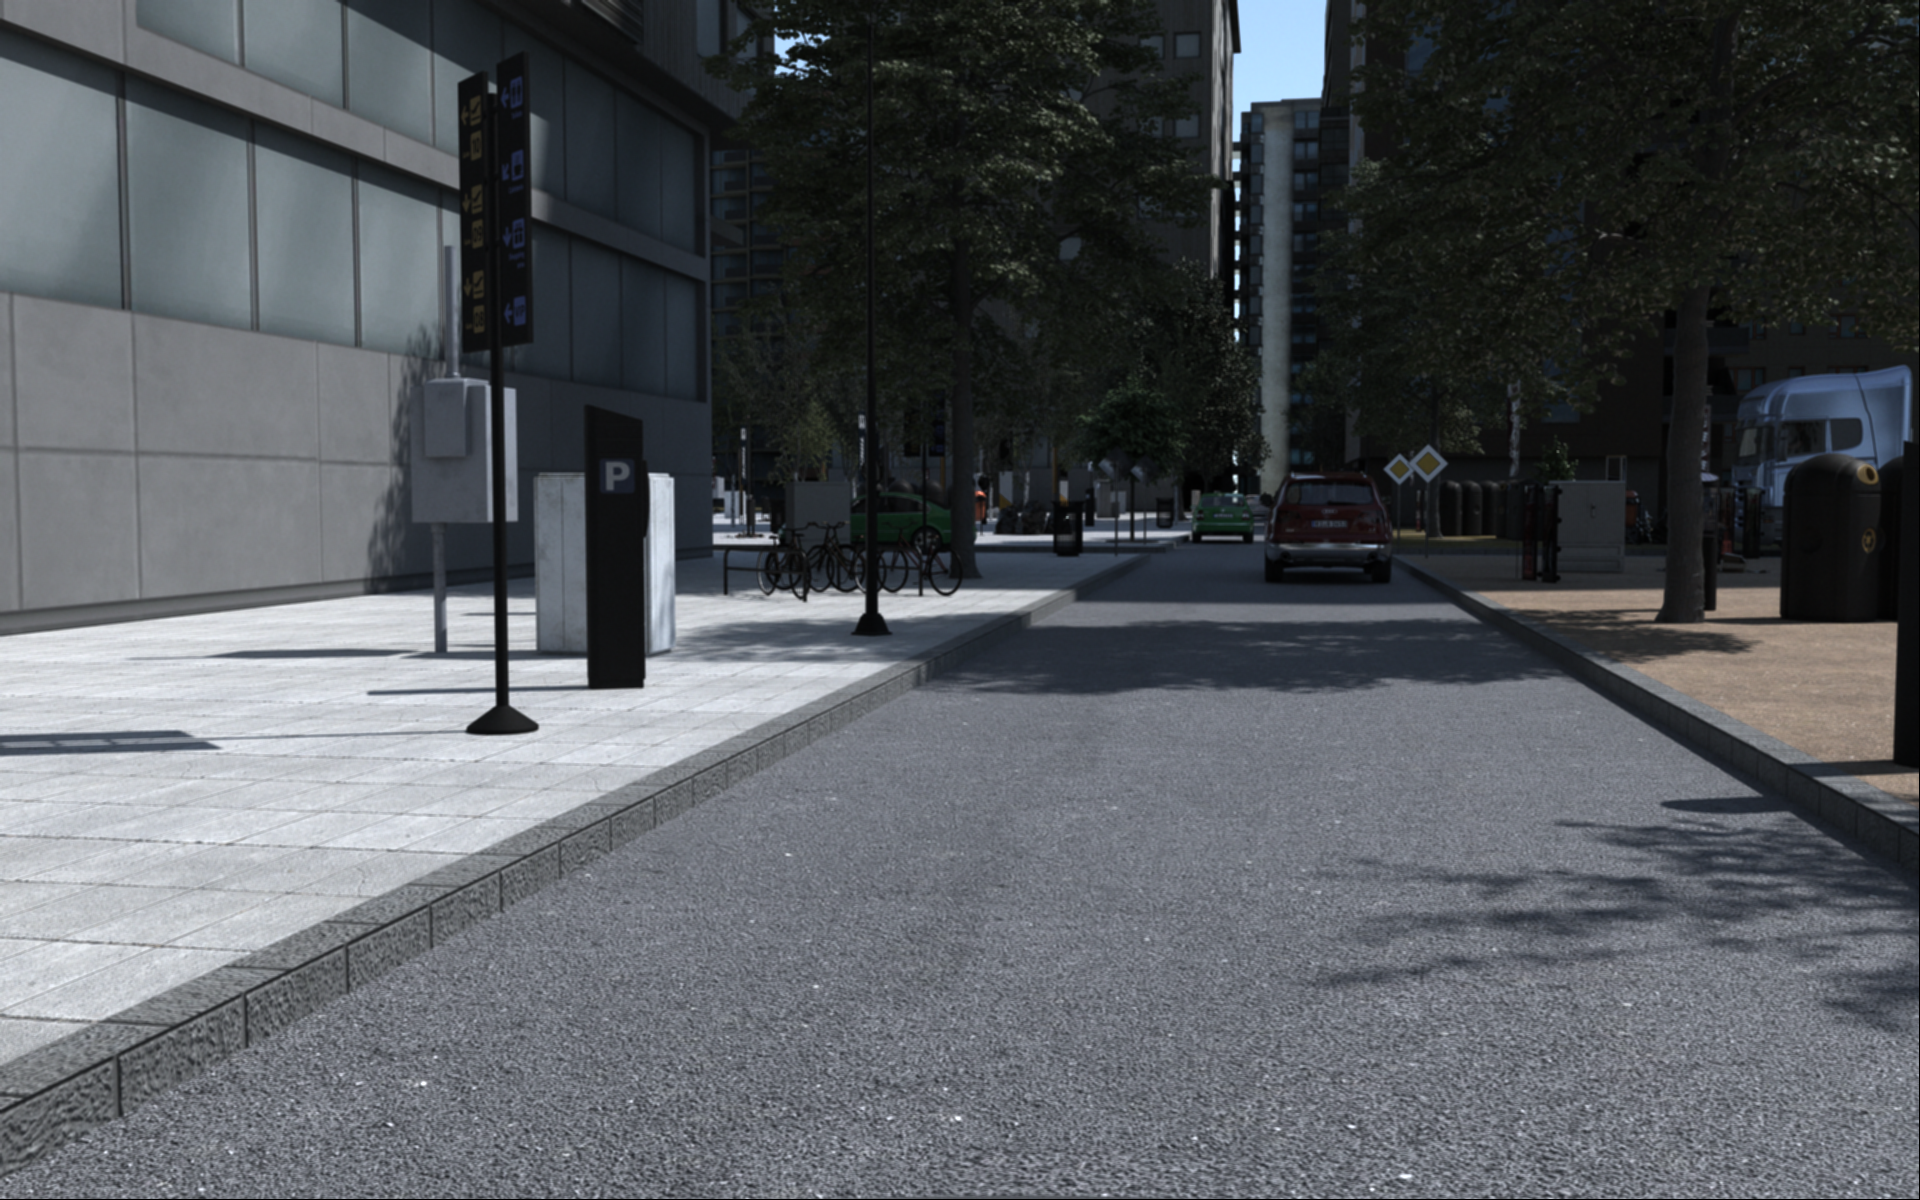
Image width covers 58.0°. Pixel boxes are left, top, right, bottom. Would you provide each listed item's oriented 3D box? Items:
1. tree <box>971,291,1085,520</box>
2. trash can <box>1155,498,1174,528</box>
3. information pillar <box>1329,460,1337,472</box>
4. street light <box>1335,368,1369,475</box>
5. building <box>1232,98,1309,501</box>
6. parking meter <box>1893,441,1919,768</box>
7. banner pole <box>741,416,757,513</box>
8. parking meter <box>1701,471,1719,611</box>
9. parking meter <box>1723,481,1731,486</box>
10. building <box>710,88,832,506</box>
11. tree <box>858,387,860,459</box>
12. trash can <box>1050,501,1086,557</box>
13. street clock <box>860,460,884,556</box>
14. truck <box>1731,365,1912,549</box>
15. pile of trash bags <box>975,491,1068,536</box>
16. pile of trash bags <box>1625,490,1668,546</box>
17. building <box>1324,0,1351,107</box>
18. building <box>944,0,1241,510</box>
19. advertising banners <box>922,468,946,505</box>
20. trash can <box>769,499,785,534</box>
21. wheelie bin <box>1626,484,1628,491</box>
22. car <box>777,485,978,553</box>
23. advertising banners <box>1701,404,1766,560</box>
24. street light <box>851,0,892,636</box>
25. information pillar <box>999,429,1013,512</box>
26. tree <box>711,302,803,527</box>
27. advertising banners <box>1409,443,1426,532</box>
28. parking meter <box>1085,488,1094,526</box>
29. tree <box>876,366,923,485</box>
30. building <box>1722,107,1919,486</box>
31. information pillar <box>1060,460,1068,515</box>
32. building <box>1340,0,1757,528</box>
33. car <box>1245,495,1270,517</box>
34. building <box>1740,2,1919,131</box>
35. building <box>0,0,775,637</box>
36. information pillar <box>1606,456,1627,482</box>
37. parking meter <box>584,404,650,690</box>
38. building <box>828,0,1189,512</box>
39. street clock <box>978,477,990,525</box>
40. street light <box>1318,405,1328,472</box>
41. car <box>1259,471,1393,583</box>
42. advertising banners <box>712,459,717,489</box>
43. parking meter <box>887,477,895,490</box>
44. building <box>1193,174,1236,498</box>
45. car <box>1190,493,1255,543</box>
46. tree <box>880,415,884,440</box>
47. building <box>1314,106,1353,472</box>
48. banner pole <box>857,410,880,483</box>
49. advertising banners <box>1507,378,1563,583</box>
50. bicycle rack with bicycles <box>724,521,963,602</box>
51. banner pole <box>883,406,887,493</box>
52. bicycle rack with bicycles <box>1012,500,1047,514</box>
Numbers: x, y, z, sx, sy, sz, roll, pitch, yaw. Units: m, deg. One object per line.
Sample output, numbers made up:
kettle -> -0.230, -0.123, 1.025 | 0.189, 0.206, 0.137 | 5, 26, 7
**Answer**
tree -> 2.232, -6.620, 58.605 | 4.360, 8.622, 3.978 | 0, 3, 0
trash can -> 7.678, -3.259, 64.940 | 0.748, 1.137, 0.748 | 0, 3, 0
information pillar -> 24.628, -7.525, 114.383 | 0.504, 3.616, 0.183 | 1, 4, 21
street light -> 14.374, -5.556, 63.382 | 1.470, 5.913, 1.316 | 1, 4, 10
building -> 47.796, -36.008, 208.336 | 30.456, 49.044, 23.786 | 1, 4, 10
parking meter -> 4.630, 0.016, 8.157 | 0.372, 1.533, 0.369 | 0, 3, 0
banner pole -> -6.844, -3.993, 55.303 | 0.401, 3.779, 0.863 | 1, 4, 15
parking meter -> 8.171, -0.656, 19.139 | 0.372, 1.533, 0.369 | 0, 3, 0
parking meter -> 33.296, -4.244, 75.108 | 0.399, 1.863, 0.255 | -2, 4, -33
building -> -12.307, -32.669, 188.754 | 28.867, 44.769, 22.147 | 1, 4, 10
tree -> -8.427, -9.316, 102.673 | 4.737, 8.622, 4.395 | 0, 3, 0
trash can -> 2.228, -1.471, 35.708 | 0.748, 1.137, 0.748 | 0, 3, 0
street clock -> -1.814, -1.917, 35.918 | 0.471, 2.002, 0.358 | -1, 4, -11
truck -> 25.591, -2.848, 36.318 | 18.799, 4.110, 2.967 | 1, 4, 9
pile of trash bags -> 1.732, -2.736, 54.485 | 3.447, 1.369, 1.912 | -2, 4, -32
pile of trash bags -> 17.617, -2.122, 44.451 | 1.912, 1.369, 3.447 | 3, 4, 38
building -> 42.027, -32.040, 147.563 | 21.300, 48.544, 21.600 | 1, 4, 10
building -> 14.808, -36.139, 180.118 | 27.495, 52.752, 28.713 | 1, 4, 10
advertising banners -> -1.567, -7.375, 116.768 | 2.074, 3.025, 0.090 | -1, 4, -8
trash can -> -5.783, -2.687, 55.582 | 0.748, 1.137, 0.748 | 0, 3, 0
wheelie bin -> 19.507, -2.664, 51.459 | 0.980, 1.594, 0.693 | 3, 5, 43
car -> -1.956, -1.957, 40.788 | 4.718, 1.807, 1.959 | 1, 4, 10
advertising banners -> 15.025, -2.307, 33.900 | 2.074, 3.025, 0.090 | -2, 4, -26
street light -> -0.274, -2.630, 15.535 | 1.470, 5.913, 1.316 | 1, 4, 10
information pillar -> 1.683, -4.375, 62.887 | 0.504, 3.616, 0.183 | 0, 4, 1
tree -> -8.760, -7.114, 66.679 | 4.737, 8.622, 4.395 | 0, 3, 0
advertising banners -> 15.689, -3.848, 59.108 | 0.090, 3.025, 2.074 | 0, 4, -6
parking meter -> 5.150, -3.694, 68.814 | 0.372, 1.533, 0.369 | 0, 3, 0
tree -> -4.579, -7.473, 72.548 | 4.360, 8.622, 3.978 | 0, 3, 0
building -> 38.271, -15.549, 99.267 | 27.650, 21.520, 28.899 | 1, 4, 10
information pillar -> 6.465, -7.111, 107.617 | 0.504, 3.616, 0.183 | 1, 4, 12
building -> 23.459, -25.757, 71.245 | 14.600, 45.320, 14.200 | 1, 4, 10
car -> 16.918, -5.273, 98.578 | 2.083, 1.381, 4.827 | 1, 4, 12
building -> 82.613, -33.685, 170.356 | 30.456, 49.044, 23.786 | 1, 4, 10
building -> -19.067, -26.656, 25.060 | 27.495, 52.752, 28.713 | 1, 4, 10
information pillar -> 12.591, -1.761, 33.286 | 0.304, 2.012, 0.304 | 2, 4, 35
parking meter -> -2.267, -0.352, 11.467 | 0.399, 1.863, 0.255 | -1, 4, -18
building -> 6.324, -33.269, 133.188 | 28.713, 52.752, 27.495 | 1, 4, 10
street clock -> 1.005, -4.177, 72.869 | 0.471, 2.002, 0.358 | 2, 4, 33
street light -> 19.190, -7.160, 89.611 | 1.470, 5.913, 1.316 | 1, 4, 10
car -> 6.266, -1.284, 29.659 | 2.281, 1.827, 5.304 | 1, 4, 11
advertising banners -> -13.081, -5.501, 86.124 | 2.074, 3.025, 0.090 | 1, 4, 8
parking meter -> -2.458, -3.369, 60.801 | 0.255, 1.863, 0.399 | -2, 4, -29
building -> 17.154, -23.390, 154.121 | 14.160, 30.474, 14.107 | 1, 4, 10
car -> 7.847, -2.627, 51.746 | 1.959, 1.807, 4.718 | 1, 4, 8
tree -> -7.011, -9.880, 111.902 | 4.737, 8.622, 4.395 | 0, 3, 0
building -> 34.132, -22.002, 131.432 | 14.160, 30.474, 14.107 | 1, 4, 10
banner pole -> -2.532, -3.423, 45.989 | 0.401, 3.779, 0.863 | 1, 4, 22
advertising banners -> 8.507, -1.808, 25.755 | 0.090, 3.025, 2.074 | 0, 4, -3
bicycle rack with bicycles -> -1.731, -0.529, 22.037 | 2.852, 0.926, 2.925 | -3, 4, -39
banner pole -> -2.347, -3.609, 49.020 | 0.863, 3.779, 0.401 | 0, 4, 2
bicycle rack with bicycles -> 3.871, -6.007, 111.599 | 2.852, 0.926, 2.925 | -2, 4, -29
